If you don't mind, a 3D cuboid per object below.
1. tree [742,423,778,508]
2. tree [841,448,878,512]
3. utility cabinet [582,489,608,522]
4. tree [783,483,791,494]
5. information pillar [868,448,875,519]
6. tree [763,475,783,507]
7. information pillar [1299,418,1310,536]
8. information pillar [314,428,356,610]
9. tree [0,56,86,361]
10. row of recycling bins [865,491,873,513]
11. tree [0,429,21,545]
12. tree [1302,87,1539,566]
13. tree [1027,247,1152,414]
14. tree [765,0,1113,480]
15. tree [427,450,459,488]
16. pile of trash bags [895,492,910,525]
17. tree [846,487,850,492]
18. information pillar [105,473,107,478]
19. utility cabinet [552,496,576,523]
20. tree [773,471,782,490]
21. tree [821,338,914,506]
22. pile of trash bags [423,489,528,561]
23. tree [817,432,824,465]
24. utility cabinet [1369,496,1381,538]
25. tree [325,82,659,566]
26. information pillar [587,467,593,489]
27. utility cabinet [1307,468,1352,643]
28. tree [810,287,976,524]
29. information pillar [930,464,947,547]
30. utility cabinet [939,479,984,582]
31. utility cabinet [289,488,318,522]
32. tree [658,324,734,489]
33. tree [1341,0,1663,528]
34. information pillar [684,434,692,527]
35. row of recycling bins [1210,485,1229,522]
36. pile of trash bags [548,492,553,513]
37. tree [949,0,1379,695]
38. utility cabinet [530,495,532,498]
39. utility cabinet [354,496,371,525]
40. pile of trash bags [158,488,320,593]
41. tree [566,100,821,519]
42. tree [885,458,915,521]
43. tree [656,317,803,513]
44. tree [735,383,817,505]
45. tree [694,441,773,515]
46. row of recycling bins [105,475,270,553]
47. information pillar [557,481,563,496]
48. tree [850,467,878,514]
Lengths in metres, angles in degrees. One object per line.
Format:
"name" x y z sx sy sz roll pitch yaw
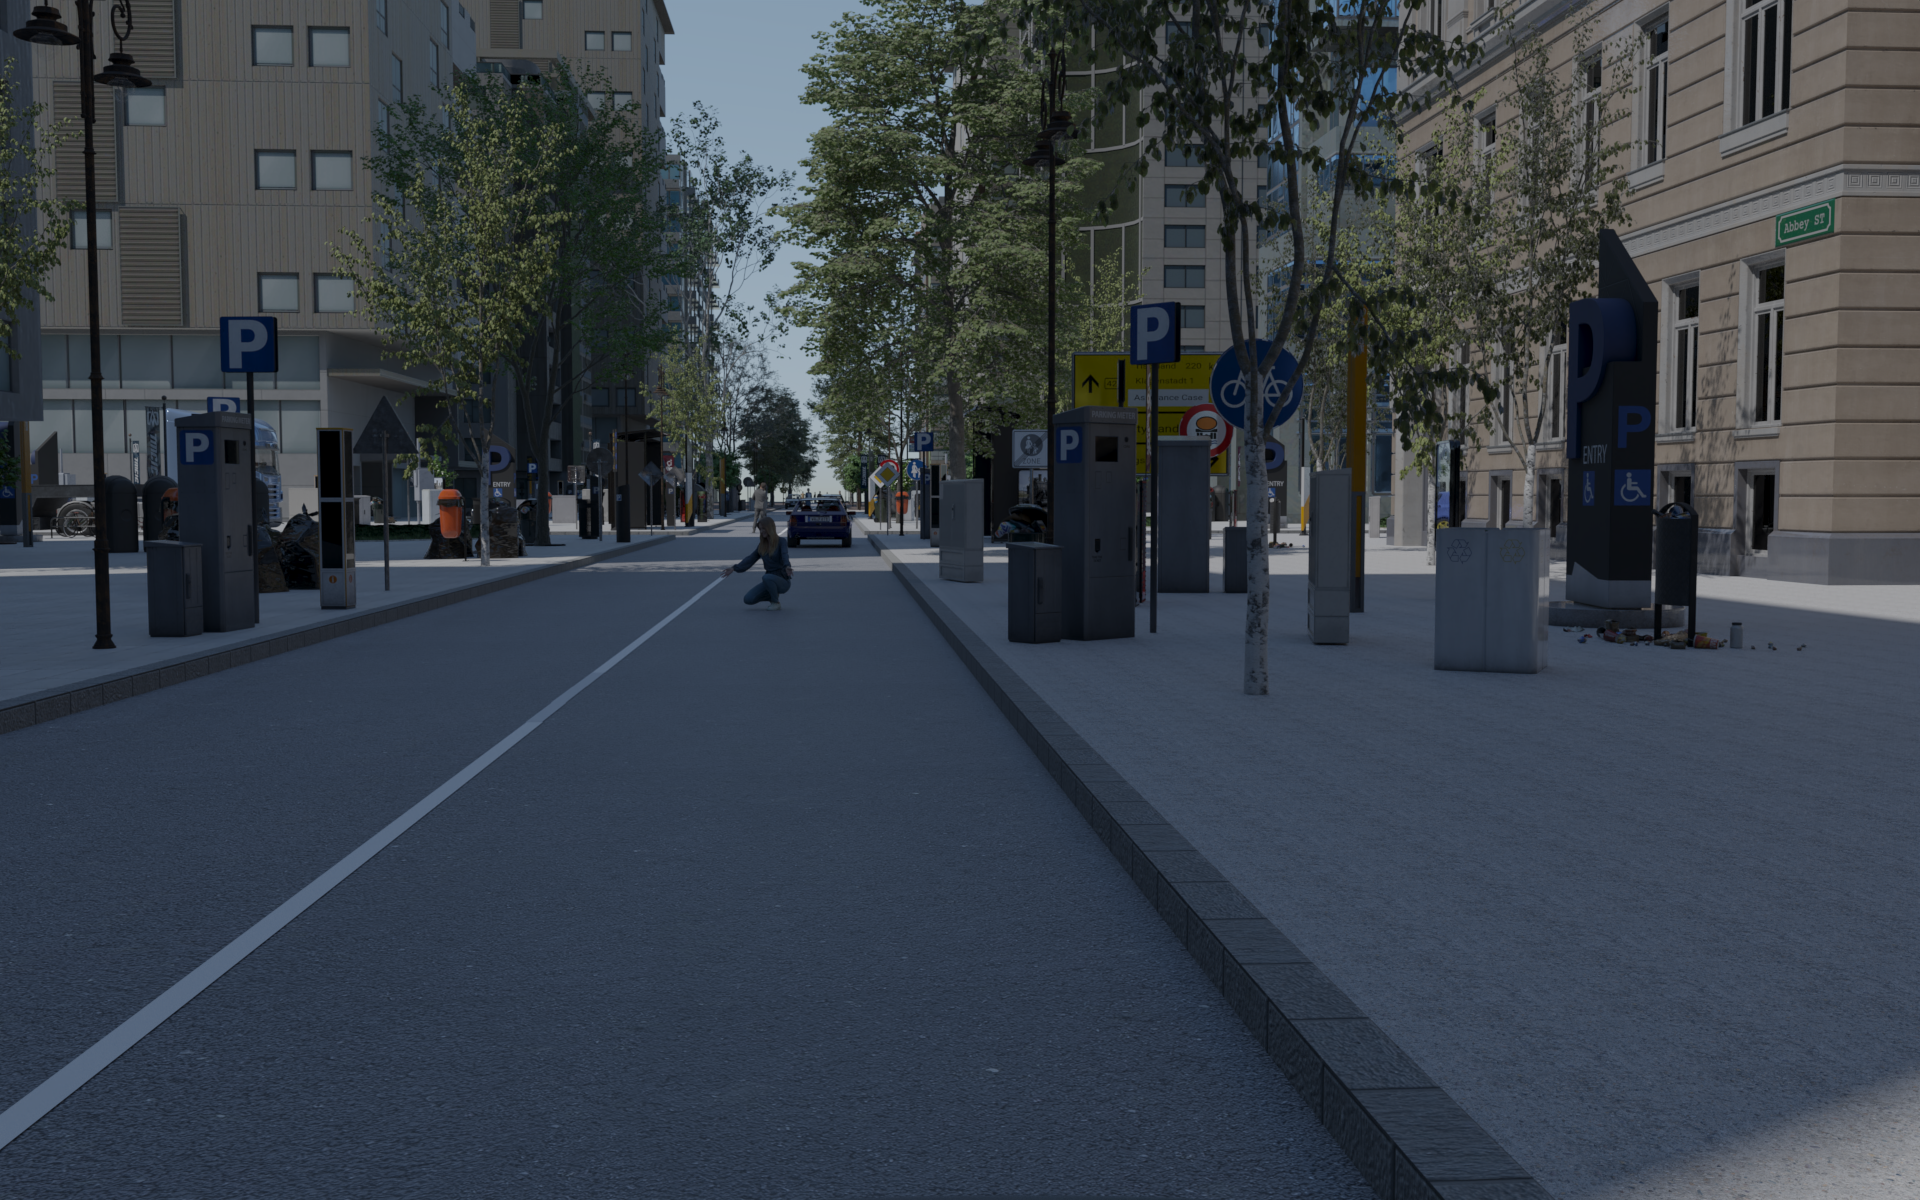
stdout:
"tree" -17.919 -12.779 159.292 4.360 8.622 3.978 0 3 0
"tree" -6.758 -8.531 123.191 4.285 4.588 4.351 0 3 0
"utility cabinet" -16.780 -4.349 79.785 1.173 1.500 0.318 0 3 0
"tree" -25.100 -15.359 245.715 1.663 3.219 1.824 0 3 0
"information pillar" -4.479 -5.900 87.821 0.183 3.616 0.504 2 4 29
"tree" -19.357 -11.110 176.243 1.663 3.219 1.824 0 3 0
"information pillar" 10.658 -3.795 53.404 0.183 3.616 0.504 2 4 34
"information pillar" -6.946 -0.906 19.297 0.304 2.012 0.304 0 4 1
"tree" -16.577 -4.786 28.614 4.737 8.622 4.395 0 3 0
"row of recycling bins" -5.513 -6.524 113.775 1.069 1.692 3.534 1 4 9
"tree" -24.559 -3.034 44.205 1.663 3.219 1.824 0 3 0
"tree" 8.220 -4.923 30.856 4.737 8.622 4.395 0 3 0
"tree" 3.960 -6.230 52.215 4.737 8.622 4.395 0 3 0
"tree" -0.354 -7.145 34.950 7.486 12.596 7.792 0 3 0
"tree" -23.308 -5.029 76.822 1.663 3.219 1.824 0 3 0
"pile of trash bags" -0.998 -3.802 71.916 3.447 1.369 1.912 -1 4 -10
"tree" -13.435 -13.770 219.739 1.663 3.219 1.824 0 3 0
"information pillar" -29.983 -3.427 60.524 0.304 2.012 0.304 -3 5 -43
"utility cabinet" -17.306 -3.950 75.746 1.020 1.237 0.306 -1 4 -12
"tree" -21.102 -12.489 187.909 4.285 4.588 4.351 0 3 0
"tree" -10.185 -20.248 186.943 12.611 20.169 13.585 0 3 0
"pile of trash bags" -9.746 -1.508 34.404 1.912 1.369 3.447 0 4 -3
"tree" -25.807 -21.827 263.532 9.857 13.997 8.962 0 3 0
"utility cabinet" 12.190 -2.436 50.985 0.306 1.237 1.020 1 4 11
"tree" -8.682 -4.921 30.816 4.737 8.622 4.395 0 3 0
"information pillar" -20.222 -6.319 94.665 0.504 3.616 0.183 3 5 45
"utility cabinet" 3.222 -0.399 15.198 0.318 1.500 1.173 1 4 9
"tree" -2.820 -8.591 74.868 8.767 10.594 7.601 1 4 21
"information pillar" -0.520 -2.287 41.892 0.304 2.012 0.304 2 4 31
"utility cabinet" 0.003 -1.028 25.488 0.318 1.500 1.173 -1 4 -19
"utility cabinet" -24.769 -3.481 65.594 1.173 1.500 0.318 0 4 1
"tree" -11.777 -7.601 74.642 4.737 8.622 4.395 0 3 0
"tree" 8.383 -4.611 25.752 4.360 8.622 3.978 0 3 0
"information pillar" -10.582 -4.659 67.523 0.183 3.616 0.504 1 4 13
"row of recycling bins" 11.012 -4.449 79.860 3.534 1.692 1.069 -3 5 -39
"pile of trash bags" -18.809 -3.840 72.538 3.447 1.369 1.912 -1 4 -8
"tree" 1.793 -3.687 10.650 4.360 8.622 3.978 0 3 0
"utility cabinet" -25.434 -5.703 104.399 1.020 1.237 0.306 2 4 24
"utility cabinet" -24.250 -3.588 69.828 0.306 1.237 1.020 2 4 29
"pile of trash bags" -10.040 -0.857 23.760 3.447 1.369 1.912 3 5 40
"tree" -13.478 -14.088 86.229 12.611 20.169 13.585 0 3 0
"tree" -2.804 -5.428 83.353 1.663 3.219 1.824 0 3 0
"tree" -16.086 -12.835 120.216 12.009 13.543 11.850 0 3 0
"tree" -21.727 -17.922 199.674 9.857 13.997 8.962 0 3 0
"tree" -14.875 -7.574 107.542 4.285 4.588 4.351 0 3 0
"row of recycling bins" -17.286 -1.928 38.633 3.534 1.692 1.069 -2 4 -31
"information pillar" -22.328 -5.646 96.806 0.304 2.012 0.304 -1 4 -16
"tree" -5.615 -7.063 110.083 1.663 3.219 1.824 0 3 0
